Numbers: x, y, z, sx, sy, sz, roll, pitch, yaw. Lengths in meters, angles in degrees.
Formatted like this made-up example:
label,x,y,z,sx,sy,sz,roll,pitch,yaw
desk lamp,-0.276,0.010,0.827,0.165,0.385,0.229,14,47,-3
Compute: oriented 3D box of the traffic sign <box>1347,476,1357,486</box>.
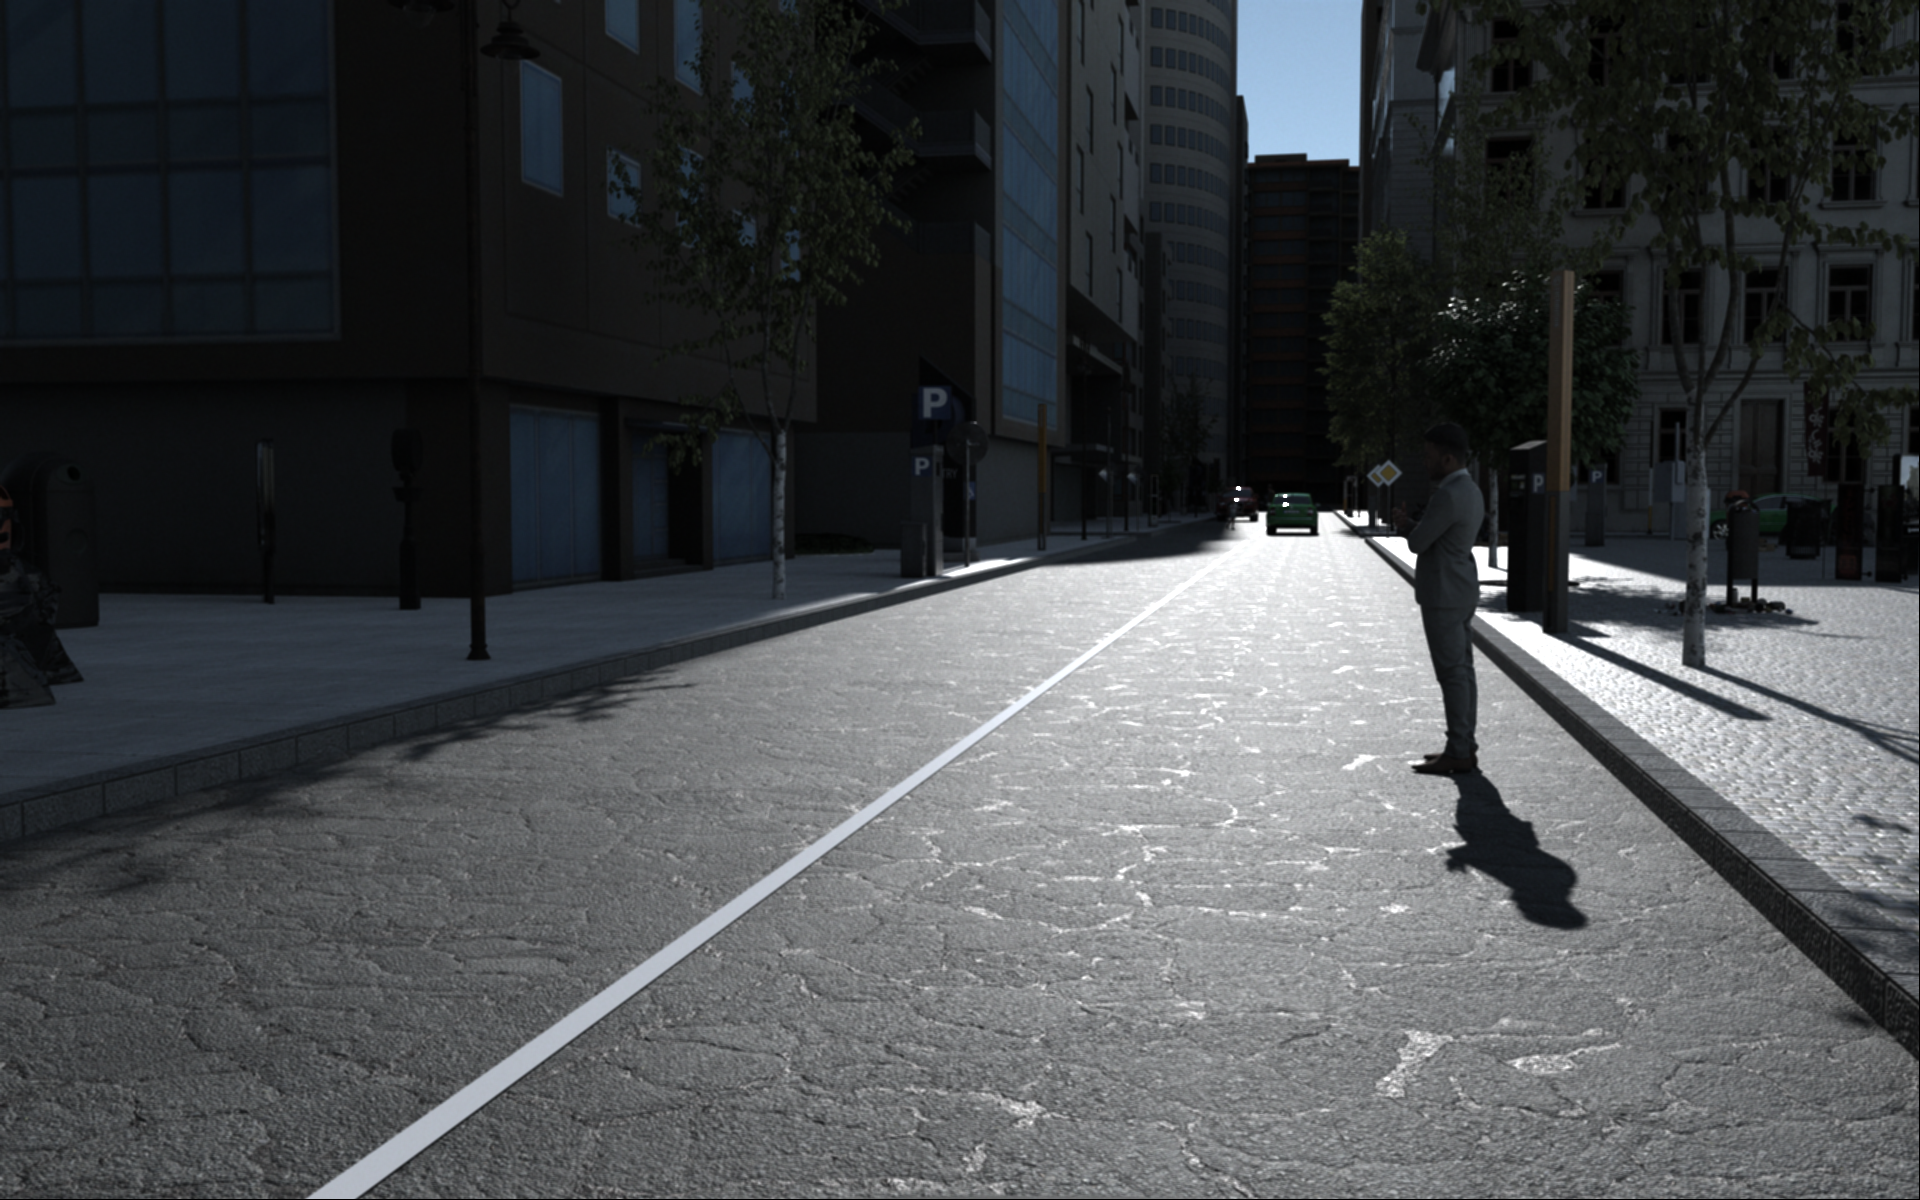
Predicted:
label,x,y,z,sx,sy,sz,roll,pitch,yaw
traffic sign,22.159,-5.860,97.934,0.606,2.300,0.079,1,4,19

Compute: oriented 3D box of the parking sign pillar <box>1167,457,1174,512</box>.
label,x,y,z,sx,sy,sz,roll,pitch,yaw
parking sign pillar,14.930,-8.407,125.922,1.447,3.967,1.447,-1,4,-20

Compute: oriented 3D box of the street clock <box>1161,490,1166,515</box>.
label,x,y,z,sx,sy,sz,roll,pitch,yaw
street clock,12.568,-6.277,107.197,0.358,2.002,0.471,-1,4,-19

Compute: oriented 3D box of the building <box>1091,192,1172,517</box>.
label,x,y,z,sx,sy,sz,roll,pitch,yaw
building,-1.382,-16.320,111.867,27.650,21.520,28.899,1,4,11

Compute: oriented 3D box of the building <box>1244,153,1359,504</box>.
label,x,y,z,sx,sy,sz,roll,pitch,yaw
building,40.981,-34.956,226.149,28.867,44.769,22.147,1,4,11

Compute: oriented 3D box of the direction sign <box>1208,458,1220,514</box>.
label,x,y,z,sx,sy,sz,roll,pitch,yaw
direction sign,16.192,-7.170,109.230,0.379,3.537,0.876,2,4,31

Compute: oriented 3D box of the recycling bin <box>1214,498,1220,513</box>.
label,x,y,z,sx,sy,sz,roll,pitch,yaw
recycling bin,17.722,-6.428,117.653,0.722,1.027,0.722,2,4,28

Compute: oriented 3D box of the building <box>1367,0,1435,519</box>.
label,x,y,z,sx,sy,sz,roll,pitch,yaw
building,28.601,-19.436,95.275,11.434,29.767,29.804,1,4,11

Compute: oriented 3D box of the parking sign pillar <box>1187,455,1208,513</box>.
label,x,y,z,sx,sy,sz,roll,pitch,yaw
parking sign pillar,15.886,-7.796,115.941,1.447,3.967,1.447,-2,4,-34

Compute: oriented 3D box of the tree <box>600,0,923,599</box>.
label,x,y,z,sx,sy,sz,roll,pitch,yaw
tree,-2.291,-4.330,21.153,4.737,8.622,4.395,0,3,0

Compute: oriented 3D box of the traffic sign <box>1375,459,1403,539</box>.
label,x,y,z,sx,sy,sz,roll,pitch,yaw
traffic sign,12.339,-2.831,49.922,0.795,2.450,0.064,1,4,11

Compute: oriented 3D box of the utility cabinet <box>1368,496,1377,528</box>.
label,x,y,z,sx,sy,sz,roll,pitch,yaw
utility cabinet,15.912,-3.407,66.862,0.306,1.237,1.020,1,4,13

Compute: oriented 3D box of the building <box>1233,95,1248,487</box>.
label,x,y,z,sx,sy,sz,roll,pitch,yaw
building,21.674,-35.116,197.855,21.600,48.544,21.300,1,4,11

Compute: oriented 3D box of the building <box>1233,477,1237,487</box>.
label,x,y,z,sx,sy,sz,roll,pitch,yaw
building,11.714,-29.599,175.818,32.217,40.220,23.993,1,4,11

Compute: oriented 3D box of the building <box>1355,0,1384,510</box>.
label,x,y,z,sx,sy,sz,roll,pitch,yaw
building,40.687,-30.296,145.443,14.600,45.320,14.200,1,4,11

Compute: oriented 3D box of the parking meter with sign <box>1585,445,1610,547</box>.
label,x,y,z,sx,sy,sz,roll,pitch,yaw
parking meter with sign,15.743,-2.850,42.864,0.543,3.016,1.738,1,4,22

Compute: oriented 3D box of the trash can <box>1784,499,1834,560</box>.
label,x,y,z,sx,sy,sz,roll,pitch,yaw
trash can,16.618,-1.374,34.117,0.748,1.137,0.748,0,3,0

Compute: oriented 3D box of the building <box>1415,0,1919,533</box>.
label,x,y,z,sx,sy,sz,roll,pitch,yaw
building,27.126,-13.743,60.855,21.152,22.565,11.583,1,4,11

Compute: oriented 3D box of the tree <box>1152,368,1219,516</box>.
label,x,y,z,sx,sy,sz,roll,pitch,yaw
tree,13.208,-9.280,102.096,4.737,8.622,4.395,0,3,0

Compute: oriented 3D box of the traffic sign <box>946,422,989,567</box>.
label,x,y,z,sx,sy,sz,roll,pitch,yaw
traffic sign,0.123,-1.859,30.501,0.768,2.556,0.104,1,4,12

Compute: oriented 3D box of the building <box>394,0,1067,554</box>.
label,x,y,z,sx,sy,sz,roll,pitch,yaw
building,-5.100,-24.253,46.645,14.200,45.320,14.600,1,4,11

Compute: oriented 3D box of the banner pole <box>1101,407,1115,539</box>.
label,x,y,z,sx,sy,sz,roll,pitch,yaw
banner pole,4.315,-3.680,50.191,0.401,3.779,0.863,1,4,10

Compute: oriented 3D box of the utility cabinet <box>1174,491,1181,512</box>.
label,x,y,z,sx,sy,sz,roll,pitch,yaw
utility cabinet,15.660,-6.989,122.951,0.318,1.500,1.173,3,5,43

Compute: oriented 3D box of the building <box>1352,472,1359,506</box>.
label,x,y,z,sx,sy,sz,roll,pitch,yaw
building,53.646,-46.026,190.771,20.563,71.187,20.611,1,4,11

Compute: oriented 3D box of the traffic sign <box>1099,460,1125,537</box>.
label,x,y,z,sx,sy,sz,roll,pitch,yaw
traffic sign,4.510,-2.929,51.534,0.795,2.450,0.064,1,4,11

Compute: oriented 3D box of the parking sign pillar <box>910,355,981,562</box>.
label,x,y,z,sx,sy,sz,roll,pitch,yaw
parking sign pillar,-0.323,-2.731,33.123,1.447,3.967,1.447,3,4,38

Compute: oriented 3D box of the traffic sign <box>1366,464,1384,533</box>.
label,x,y,z,sx,sy,sz,roll,pitch,yaw
traffic sign,13.936,-3.309,57.746,0.795,2.450,0.064,1,4,11

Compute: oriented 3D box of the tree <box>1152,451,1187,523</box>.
label,x,y,z,sx,sy,sz,roll,pitch,yaw
tree,9.321,-5.105,78.063,1.663,3.219,1.824,0,3,0

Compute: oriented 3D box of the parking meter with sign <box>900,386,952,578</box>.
label,x,y,z,sx,sy,sz,roll,pitch,yaw
parking meter with sign,-0.554,-1.889,27.150,0.543,3.016,1.738,1,4,11

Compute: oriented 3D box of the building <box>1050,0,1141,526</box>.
label,x,y,z,sx,sy,sz,roll,pitch,yaw
building,-6.655,-29.717,75.115,28.713,52.752,27.495,1,4,11

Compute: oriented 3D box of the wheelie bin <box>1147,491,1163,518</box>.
label,x,y,z,sx,sy,sz,roll,pitch,yaw
wheelie bin,10.453,-5.206,93.019,0.693,1.594,0.980,2,4,25

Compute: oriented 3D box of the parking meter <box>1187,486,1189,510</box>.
label,x,y,z,sx,sy,sz,roll,pitch,yaw
parking meter,16.572,-7.411,126.888,0.255,1.863,0.399,2,4,28

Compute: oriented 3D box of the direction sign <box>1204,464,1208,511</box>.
label,x,y,z,sx,sy,sz,roll,pitch,yaw
direction sign,18.419,-8.352,128.556,0.876,3.537,0.379,0,4,0

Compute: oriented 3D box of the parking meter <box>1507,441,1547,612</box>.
label,x,y,z,sx,sy,sz,roll,pitch,yaw
parking meter,6.184,-0.806,18.892,0.399,1.863,0.255,-2,4,-35

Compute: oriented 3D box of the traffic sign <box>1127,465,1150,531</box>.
label,x,y,z,sx,sy,sz,roll,pitch,yaw
traffic sign,6.107,-3.408,59.359,0.795,2.450,0.064,1,4,11

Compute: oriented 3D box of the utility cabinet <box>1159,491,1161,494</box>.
label,x,y,z,sx,sy,sz,roll,pitch,yaw
utility cabinet,15.132,-7.641,133.602,1.173,1.500,0.318,-1,4,-18

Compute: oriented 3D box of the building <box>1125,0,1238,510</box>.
label,x,y,z,sx,sy,sz,roll,pitch,yaw
building,12.404,-37.089,148.407,21.231,58.520,28.212,1,4,11

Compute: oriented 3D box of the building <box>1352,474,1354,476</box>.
label,x,y,z,sx,sy,sz,roll,pitch,yaw
building,50.250,-33.426,166.129,23.786,49.044,30.456,1,4,11

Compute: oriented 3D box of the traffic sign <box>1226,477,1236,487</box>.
label,x,y,z,sx,sy,sz,roll,pitch,yaw
traffic sign,20.005,-7.820,127.969,0.768,2.556,0.104,1,4,14

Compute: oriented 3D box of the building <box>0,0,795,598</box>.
label,x,y,z,sx,sy,sz,roll,pitch,yaw
building,-11.039,-23.099,27.784,14.600,45.320,14.200,1,4,11

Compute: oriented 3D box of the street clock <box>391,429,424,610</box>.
label,x,y,z,sx,sy,sz,roll,pitch,yaw
street clock,-6.114,-0.895,19.203,0.358,2.002,0.471,0,4,-3
